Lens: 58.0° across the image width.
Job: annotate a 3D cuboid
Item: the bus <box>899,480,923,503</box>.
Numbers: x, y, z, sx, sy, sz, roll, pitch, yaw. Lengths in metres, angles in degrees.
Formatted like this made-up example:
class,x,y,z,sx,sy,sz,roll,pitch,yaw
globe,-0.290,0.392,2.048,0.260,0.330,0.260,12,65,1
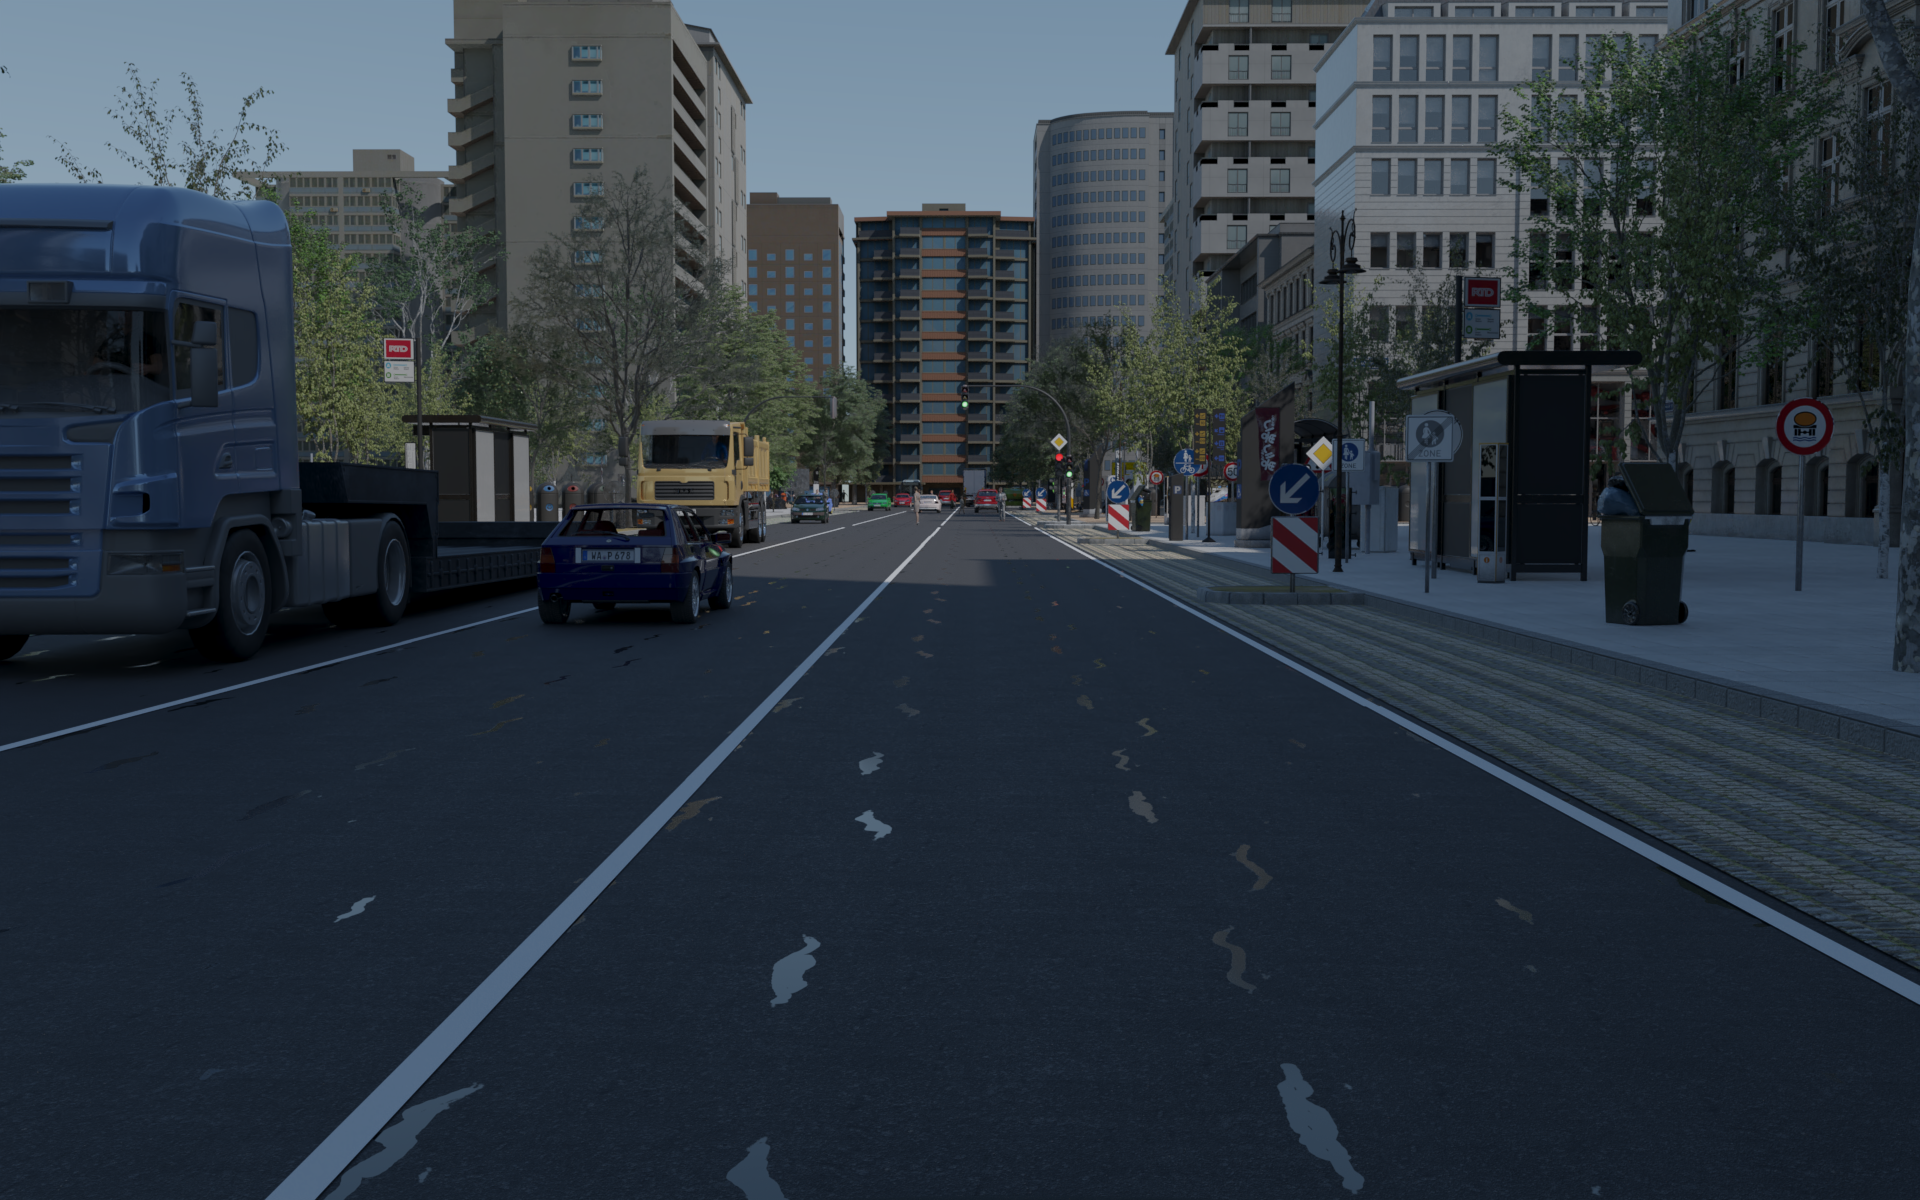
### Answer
class,x,y,z,sx,sy,sz,roll,pitch,yaw
bus,-6.234,-13.837,221.094,2.948,3.499,13.247,0,4,-1

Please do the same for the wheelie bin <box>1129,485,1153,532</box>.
class,x,y,z,sx,sy,sz,roll,pitch,yaw
wheelie bin,6.213,-3.145,59.321,0.693,1.594,0.980,-1,4,-12

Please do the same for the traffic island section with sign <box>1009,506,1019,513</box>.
class,x,y,z,sx,sy,sz,roll,pitch,yaw
traffic island section with sign,4.976,-7.557,132.187,1.989,1.847,2.006,0,4,0

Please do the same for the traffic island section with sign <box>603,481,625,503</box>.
class,x,y,z,sx,sy,sz,roll,pitch,yaw
traffic island section with sign,-10.114,-2.557,50.433,1.989,1.847,2.006,0,4,0

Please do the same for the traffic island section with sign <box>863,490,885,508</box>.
class,x,y,z,sx,sy,sz,roll,pitch,yaw
traffic island section with sign,-9.207,-10.693,183.458,1.989,1.847,2.006,0,4,0

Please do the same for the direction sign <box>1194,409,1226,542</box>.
class,x,y,z,sx,sy,sz,roll,pitch,yaw
direction sign,6.624,-3.304,46.014,0.876,3.537,0.379,-1,4,-12

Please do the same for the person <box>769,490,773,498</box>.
class,x,y,z,sx,sy,sz,roll,pitch,yaw
person,-19.886,-10.795,182.536,0.705,1.824,1.348,-1,4,-22

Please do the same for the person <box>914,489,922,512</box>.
class,x,y,z,sx,sy,sz,roll,pitch,yaw
person,-3.332,-7.970,138.898,0.778,1.811,0.616,-2,4,-30

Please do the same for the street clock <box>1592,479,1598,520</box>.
class,x,y,z,sx,sy,sz,roll,pitch,yaw
street clock,30.940,-4.883,84.406,0.358,2.002,0.471,1,4,21

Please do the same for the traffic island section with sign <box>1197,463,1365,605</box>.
class,x,y,z,sx,sy,sz,roll,pitch,yaw
traffic island section with sign,4.225,-0.891,23.191,1.989,1.847,2.006,0,4,0

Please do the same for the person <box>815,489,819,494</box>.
class,x,y,z,sx,sy,sz,roll,pitch,yaw
person,-9.750,-6.689,118.421,0.519,1.759,0.362,-2,4,-28

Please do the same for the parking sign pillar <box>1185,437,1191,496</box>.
class,x,y,z,sx,sy,sz,roll,pitch,yaw
parking sign pillar,10.882,-5.710,81.825,1.447,3.967,1.447,1,4,11

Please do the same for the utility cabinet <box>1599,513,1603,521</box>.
class,x,y,z,sx,sy,sz,roll,pitch,yaw
utility cabinet,31.371,-4.427,83.544,0.306,1.237,1.020,-2,4,-34

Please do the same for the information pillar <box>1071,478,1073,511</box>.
class,x,y,z,sx,sy,sz,roll,pitch,yaw
information pillar,8.284,-8.446,129.443,0.183,3.616,0.504,3,5,44

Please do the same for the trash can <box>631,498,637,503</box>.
class,x,y,z,sx,sy,sz,roll,pitch,yaw
trash can,-12.709,-3.461,68.244,0.748,1.137,0.748,0,3,0

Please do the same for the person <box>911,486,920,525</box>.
class,x,y,z,sx,sy,sz,roll,pitch,yaw
person,-2.042,-4.356,80.066,0.374,1.781,0.599,2,4,24

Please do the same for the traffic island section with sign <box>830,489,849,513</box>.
class,x,y,z,sx,sy,sz,roll,pitch,yaw
traffic island section with sign,-9.541,-7.564,132.301,1.989,1.847,2.006,0,4,0

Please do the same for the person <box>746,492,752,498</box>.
class,x,y,z,sx,sy,sz,roll,pitch,yaw
person,-10.410,-4.662,84.745,0.654,1.822,0.581,0,4,5

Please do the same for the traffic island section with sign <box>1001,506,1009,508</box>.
class,x,y,z,sx,sy,sz,roll,pitch,yaw
traffic island section with sign,5.308,-10.653,182.800,1.989,1.847,2.006,0,4,0

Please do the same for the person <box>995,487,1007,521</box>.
class,x,y,z,sx,sy,sz,roll,pitch,yaw
person,2.148,-5.045,91.178,0.606,1.804,0.583,0,4,4

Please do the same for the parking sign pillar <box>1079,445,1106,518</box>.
class,x,y,z,sx,sy,sz,roll,pitch,yaw
parking sign pillar,7.202,-6.459,94.074,1.447,3.967,1.447,2,4,35

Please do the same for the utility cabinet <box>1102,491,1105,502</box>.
class,x,y,z,sx,sy,sz,roll,pitch,yaw
utility cabinet,9.112,-6.596,116.521,1.173,1.500,0.318,-1,4,-12

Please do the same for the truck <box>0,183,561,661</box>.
class,x,y,z,sx,sy,sz,roll,pitch,yaw
truck,-7.360,-1.959,21.781,2.967,4.110,18.799,0,4,-1

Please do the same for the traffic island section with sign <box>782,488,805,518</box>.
class,x,y,z,sx,sy,sz,roll,pitch,yaw
traffic island section with sign,-9.746,-5.916,105.347,1.989,1.847,2.006,0,4,0

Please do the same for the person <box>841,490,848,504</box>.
class,x,y,z,sx,sy,sz,roll,pitch,yaw
person,-15.593,-13.849,232.111,1.348,1.869,0.705,1,4,22

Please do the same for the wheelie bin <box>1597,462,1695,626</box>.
class,x,y,z,sx,sy,sz,roll,pitch,yaw
wheelie bin,6.728,-0.563,17.113,0.980,1.594,0.693,-1,4,-21

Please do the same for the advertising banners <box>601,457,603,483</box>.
class,x,y,z,sx,sy,sz,roll,pitch,yaw
advertising banners,-16.704,-5.191,81.054,0.090,3.025,2.074,-1,4,-14

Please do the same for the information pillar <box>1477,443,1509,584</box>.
class,x,y,z,sx,sy,sz,roll,pitch,yaw
information pillar,7.657,-1.248,24.902,0.304,2.012,0.304,3,5,44

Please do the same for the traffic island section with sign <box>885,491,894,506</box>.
class,x,y,z,sx,sy,sz,roll,pitch,yaw
traffic island section with sign,-9.014,-12.342,210.413,1.989,1.847,2.006,0,4,0

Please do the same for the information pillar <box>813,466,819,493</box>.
class,x,y,z,sx,sy,sz,roll,pitch,yaw
information pillar,-12.088,-9.433,145.590,0.504,3.616,0.183,-2,4,-33

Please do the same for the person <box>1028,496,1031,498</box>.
class,x,y,z,sx,sy,sz,roll,pitch,yaw
person,7.409,-11.224,189.650,0.705,1.812,1.348,-2,4,-23

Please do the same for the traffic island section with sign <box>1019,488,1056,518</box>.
class,x,y,z,sx,sy,sz,roll,pitch,yaw
traffic island section with sign,4.790,-5.909,105.233,1.989,1.847,2.006,0,4,0

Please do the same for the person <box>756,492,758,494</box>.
class,x,y,z,sx,sy,sz,roll,pitch,yaw
person,-22.073,-11.002,186.642,0.721,1.735,1.217,3,5,39

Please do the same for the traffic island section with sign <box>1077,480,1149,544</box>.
class,x,y,z,sx,sy,sz,roll,pitch,yaw
traffic island section with sign,4.412,-2.539,50.145,1.989,1.847,2.006,0,4,0

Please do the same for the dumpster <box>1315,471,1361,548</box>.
class,x,y,z,sx,sy,sz,roll,pitch,yaw
dumpster,9.057,-2.128,40.545,1.264,1.857,1.865,0,4,1

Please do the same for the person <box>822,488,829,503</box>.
class,x,y,z,sx,sy,sz,roll,pitch,yaw
person,-8.792,-6.416,113.212,0.447,1.846,0.655,-1,4,-20

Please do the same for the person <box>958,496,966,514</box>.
class,x,y,z,sx,sy,sz,roll,pitch,yaw
person,0.125,-6.728,122.776,0.640,1.303,0.475,-3,5,-40

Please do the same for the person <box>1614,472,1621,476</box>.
class,x,y,z,sx,sy,sz,roll,pitch,yaw
person,18.494,-2.641,48.581,0.474,1.900,0.648,0,4,2

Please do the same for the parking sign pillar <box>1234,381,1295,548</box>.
class,x,y,z,sx,sy,sz,roll,pitch,yaw
parking sign pillar,7.329,-3.249,41.587,1.447,3.967,1.447,-1,4,-8

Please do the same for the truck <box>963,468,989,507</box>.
class,x,y,z,sx,sy,sz,roll,pitch,yaw
truck,1.705,-12.511,193.460,2.839,4.237,11.283,0,4,2

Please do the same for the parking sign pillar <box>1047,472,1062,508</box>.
class,x,y,z,sx,sy,sz,roll,pitch,yaw
parking sign pillar,8.502,-10.193,155.127,1.447,3.967,1.447,0,4,-2

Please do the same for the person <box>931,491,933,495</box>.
class,x,y,z,sx,sy,sz,roll,pitch,yaw
person,-2.776,-9.634,166.571,0.434,1.755,0.990,-1,4,-12

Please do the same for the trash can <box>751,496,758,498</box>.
class,x,y,z,sx,sy,sz,roll,pitch,yaw
trash can,-13.615,-6.381,115.978,0.748,1.137,0.748,0,3,0

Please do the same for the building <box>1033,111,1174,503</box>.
class,x,y,z,sx,sy,sz,roll,pitch,yaw
building,25.440,-44.078,262.678,28.212,58.520,21.231,0,4,0

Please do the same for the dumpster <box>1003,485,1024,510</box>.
class,x,y,z,sx,sy,sz,roll,pitch,yaw
dumpster,4.925,-9.434,159.196,1.985,2.255,1.502,0,4,-1

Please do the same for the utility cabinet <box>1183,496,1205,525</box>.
class,x,y,z,sx,sy,sz,roll,pitch,yaw
utility cabinet,9.608,-3.682,71.369,1.020,1.237,0.306,-2,4,-32

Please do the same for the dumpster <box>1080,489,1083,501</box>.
class,x,y,z,sx,sy,sz,roll,pitch,yaw
dumpster,9.720,-7.620,130.344,1.264,1.857,1.865,0,4,0

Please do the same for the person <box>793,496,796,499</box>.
class,x,y,z,sx,sy,sz,roll,pitch,yaw
person,-17.349,-10.648,183.324,0.628,1.438,0.799,-1,4,-17

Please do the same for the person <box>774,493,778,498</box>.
class,x,y,z,sx,sy,sz,roll,pitch,yaw
person,-18.681,-10.203,176.100,0.421,1.427,0.697,2,4,31

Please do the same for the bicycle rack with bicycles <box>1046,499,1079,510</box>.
class,x,y,z,sx,sy,sz,roll,pitch,yaw
bicycle rack with bicycles,8.010,-7.590,137.472,2.925,0.926,2.852,3,5,40

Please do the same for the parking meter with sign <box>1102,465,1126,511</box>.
class,x,y,z,sx,sy,sz,roll,pitch,yaw
parking meter with sign,9.108,-6.615,104.410,1.738,3.016,0.543,0,4,-2

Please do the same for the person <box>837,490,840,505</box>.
class,x,y,z,sx,sy,sz,roll,pitch,yaw
person,-14.181,-11.790,199.333,0.750,1.759,0.617,0,4,0

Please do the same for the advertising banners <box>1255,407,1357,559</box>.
class,x,y,z,sx,sy,sz,roll,pitch,yaw
advertising banners,6.872,-2.345,34.531,2.074,3.025,0.090,2,4,26

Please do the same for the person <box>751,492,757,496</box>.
class,x,y,z,sx,sy,sz,roll,pitch,yaw
person,-20.172,-9.968,169.555,0.617,1.759,0.750,0,4,-5

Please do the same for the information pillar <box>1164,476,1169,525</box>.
class,x,y,z,sx,sy,sz,roll,pitch,yaw
information pillar,8.695,-4.132,72.049,0.304,2.012,0.304,-1,4,-17

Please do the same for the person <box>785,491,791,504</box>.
class,x,y,z,sx,sy,sz,roll,pitch,yaw
person,-22.275,-13.244,222.562,1.348,1.826,0.705,2,4,24

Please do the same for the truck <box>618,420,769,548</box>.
class,x,y,z,sx,sy,sz,roll,pitch,yaw
truck,-7.044,-3.187,48.030,3.469,3.379,9.791,0,4,0

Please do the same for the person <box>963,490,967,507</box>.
class,x,y,z,sx,sy,sz,roll,pitch,yaw
person,0.561,-10.926,186.772,0.705,1.869,1.348,1,4,10

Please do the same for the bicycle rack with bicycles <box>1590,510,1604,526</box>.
class,x,y,z,sx,sy,sz,roll,pitch,yaw
bicycle rack with bicycles,26.568,-3.415,69.214,2.925,0.926,2.852,-1,4,-9

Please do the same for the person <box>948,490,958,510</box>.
class,x,y,z,sx,sy,sz,roll,pitch,yaw
person,-0.696,-9.151,158.049,0.705,1.831,1.348,3,4,38
